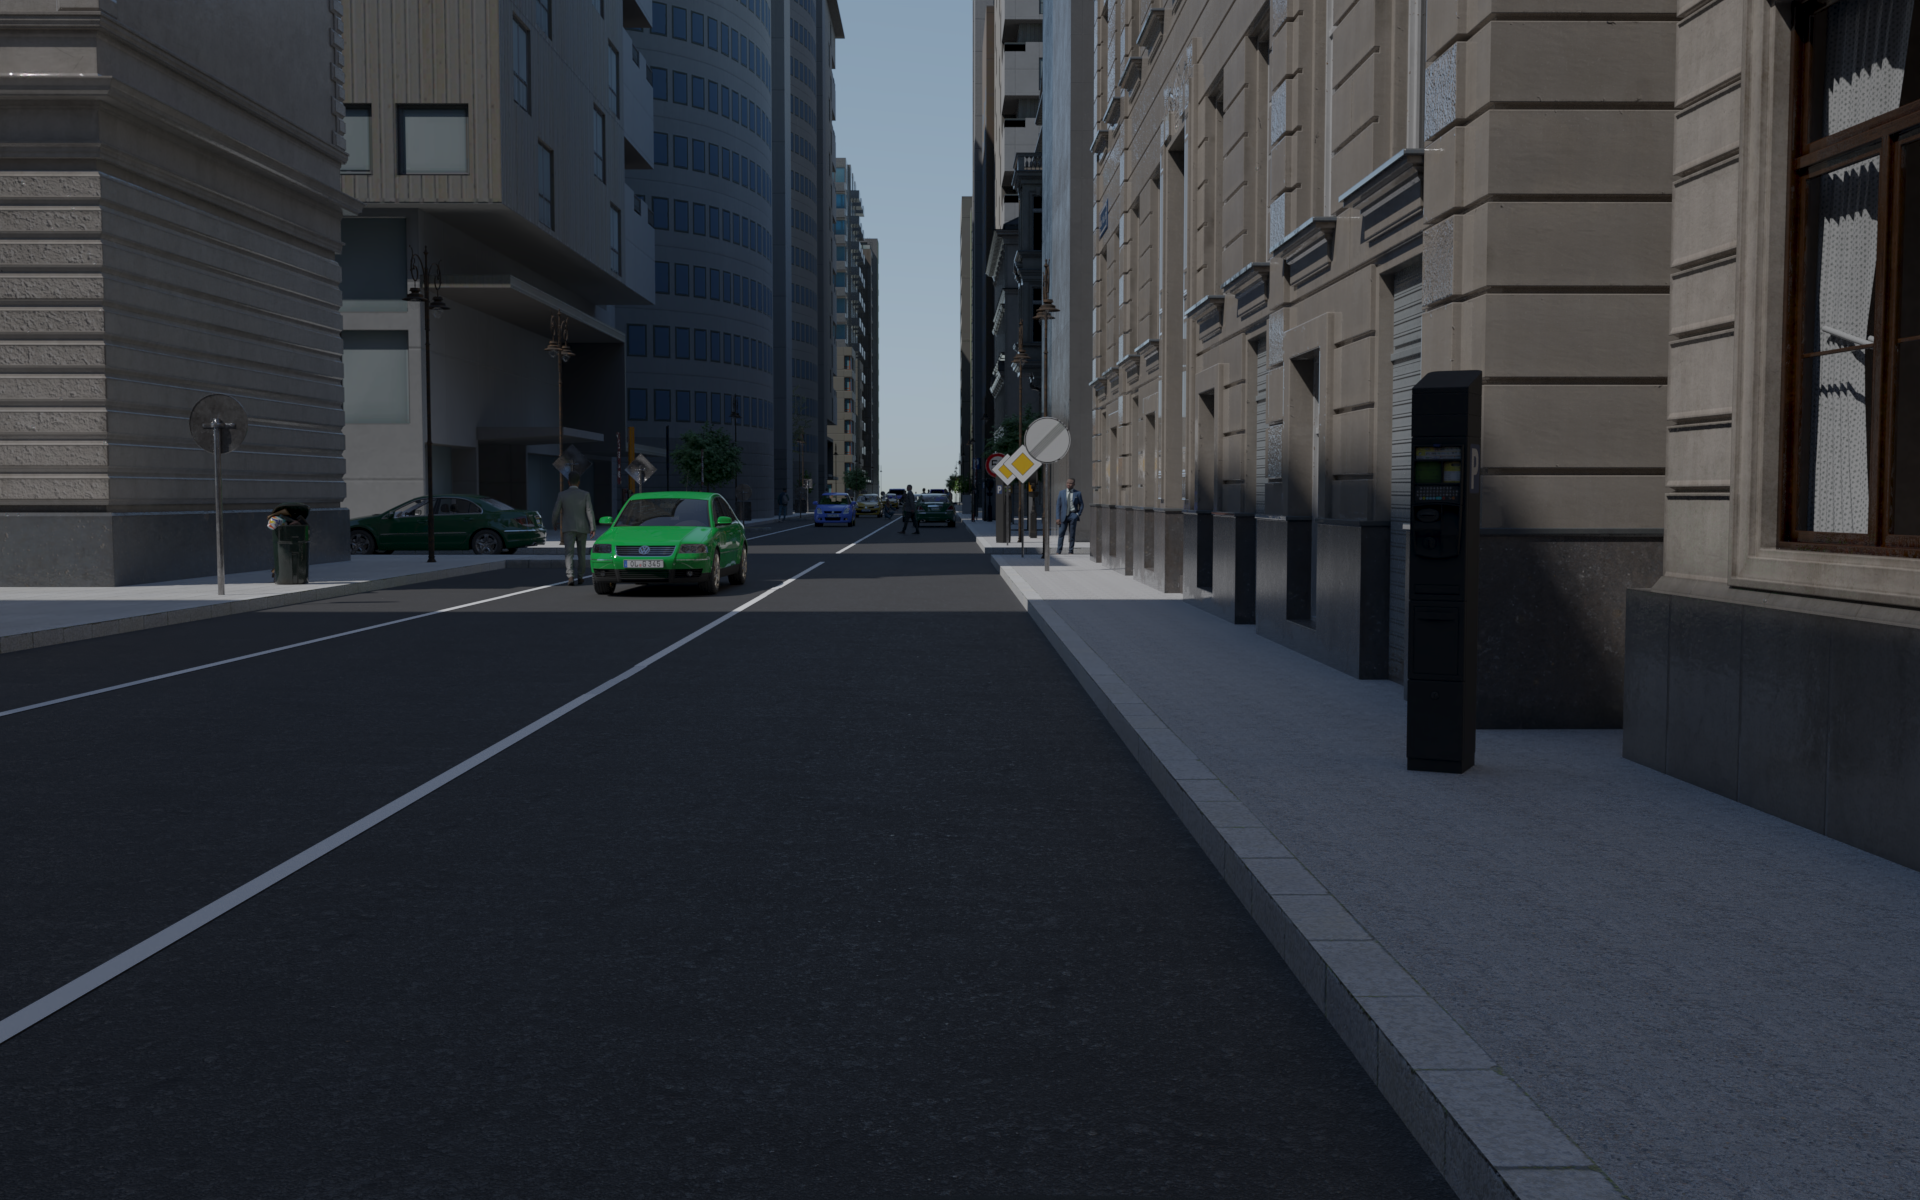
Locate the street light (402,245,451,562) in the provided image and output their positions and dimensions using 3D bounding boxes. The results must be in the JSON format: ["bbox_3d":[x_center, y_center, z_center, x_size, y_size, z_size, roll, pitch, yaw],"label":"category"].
[{"bbox_3d":[-9.929,-3.644,32.368,0.468,5.910,1.993,0,4,-1],"label":"street light"}]

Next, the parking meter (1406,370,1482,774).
[{"bbox_3d":[2.253,-0.143,8.057,0.255,1.863,0.399,2,4,27],"label":"parking meter"}]

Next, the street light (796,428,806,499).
[{"bbox_3d":[-10.867,-8.998,119.912,0.468,5.910,1.993,0,4,-1],"label":"street light"}]

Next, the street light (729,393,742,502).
[{"bbox_3d":[-10.319,-6.541,79.739,0.468,5.910,1.993,0,4,-1],"label":"street light"}]

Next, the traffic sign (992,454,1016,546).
[{"bbox_3d":[1.179,-2.409,43.036,0.795,2.450,0.064,0,4,-1],"label":"traffic sign"}]

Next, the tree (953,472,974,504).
[{"bbox_3d":[0.746,-8.900,140.120,1.663,3.219,1.824,0,3,0],"label":"tree"}]

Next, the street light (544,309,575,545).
[{"bbox_3d":[-9.989,-4.316,43.358,0.468,5.910,1.993,0,4,-1],"label":"street light"}]

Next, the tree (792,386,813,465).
[{"bbox_3d":[-11.433,-9.845,111.328,4.360,8.622,3.978,0,3,0],"label":"tree"}]

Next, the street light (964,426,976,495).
[{"bbox_3d":[0.684,-9.191,123.066,0.468,5.910,1.993,0,4,-1],"label":"street light"}]

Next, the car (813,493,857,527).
[{"bbox_3d":[-5.542,-4.116,76.891,1.945,1.707,3.694,0,4,-1],"label":"car"}]

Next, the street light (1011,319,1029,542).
[{"bbox_3d":[1.604,-4.468,45.844,0.468,5.910,1.993,0,4,-1],"label":"street light"}]

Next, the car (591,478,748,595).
[{"bbox_3d":[-4.318,-1.060,26.121,1.959,1.807,4.718,0,4,1],"label":"car"}]

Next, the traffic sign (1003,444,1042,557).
[{"bbox_3d":[1.267,-1.921,35.051,0.795,2.450,0.064,0,4,-1],"label":"traffic sign"}]

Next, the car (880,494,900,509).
[{"bbox_3d":[-6.673,-9.427,164.355,2.015,1.641,3.980,0,4,0],"label":"car"}]

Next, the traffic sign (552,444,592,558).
[{"bbox_3d":[-7.827,-1.916,34.973,0.795,2.450,0.064,0,4,-1],"label":"traffic sign"}]

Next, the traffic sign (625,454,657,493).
[{"bbox_3d":[-7.914,-2.405,42.957,0.795,2.450,0.064,0,4,-1],"label":"traffic sign"}]

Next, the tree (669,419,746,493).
[{"bbox_3d":[-11.096,-5.652,76.118,4.285,4.588,4.351,0,3,0],"label":"tree"}]

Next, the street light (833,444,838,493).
[{"bbox_3d":[-11.168,-11.203,155.963,0.468,5.910,1.993,0,4,-1],"label":"street light"}]

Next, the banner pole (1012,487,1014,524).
[{"bbox_3d":[2.025,-5.083,73.130,0.863,3.779,0.401,1,4,13],"label":"banner pole"}]

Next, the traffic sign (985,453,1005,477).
[{"bbox_3d":[1.170,-3.268,53.542,0.768,2.556,0.104,0,4,1],"label":"traffic sign"}]

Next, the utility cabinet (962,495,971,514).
[{"bbox_3d":[0.648,-6.170,112.038,1.020,1.237,0.306,0,4,1],"label":"utility cabinet"}]

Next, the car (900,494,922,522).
[{"bbox_3d":[-2.078,-4.834,90.831,2.131,1.459,4.920,0,4,0],"label":"car"}]

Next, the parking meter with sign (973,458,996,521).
[{"bbox_3d":[1.478,-5.391,84.400,1.738,3.016,0.543,-3,4,-36],"label":"parking meter with sign"}]

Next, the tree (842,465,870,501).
[{"bbox_3d":[-11.721,-12.941,195.295,4.285,4.588,4.351,0,3,0],"label":"tree"}]

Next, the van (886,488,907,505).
[{"bbox_3d":[-6.501,-10.759,180.300,2.240,2.365,5.245,0,4,1],"label":"van"}]

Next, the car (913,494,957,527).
[{"bbox_3d":[-1.153,-3.940,76.209,2.131,1.459,4.920,0,4,-3],"label":"car"}]

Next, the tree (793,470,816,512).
[{"bbox_3d":[-11.173,-8.090,126.878,1.663,3.219,1.824,0,3,0],"label":"tree"}]

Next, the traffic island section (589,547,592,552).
[{"bbox_3d":[-7.938,-1.268,43.019,2.009,0.180,2.903,0,4,-1],"label":"traffic island section"}]

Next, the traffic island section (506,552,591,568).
[{"bbox_3d":[-7.850,-0.780,35.034,2.009,0.180,2.903,0,4,-1],"label":"traffic island section"}]

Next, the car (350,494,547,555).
[{"bbox_3d":[-11.878,-1.675,39.188,4.920,1.459,2.131,0,4,-2],"label":"car"}]

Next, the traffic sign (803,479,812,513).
[{"bbox_3d":[-10.400,-7.107,118.321,0.606,2.300,0.079,1,4,8],"label":"traffic sign"}]

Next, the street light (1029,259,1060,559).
[{"bbox_3d":[1.693,-3.757,34.222,0.468,5.910,1.993,0,4,-1],"label":"street light"}]

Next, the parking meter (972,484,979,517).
[{"bbox_3d":[0.869,-5.621,97.620,0.399,1.863,0.255,0,4,4],"label":"parking meter"}]

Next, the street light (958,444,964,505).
[{"bbox_3d":[0.318,-11.371,158.707,0.468,5.910,1.993,0,4,-1],"label":"street light"}]

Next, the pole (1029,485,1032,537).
[{"bbox_3d":[2.138,-3.544,51.795,0.158,3.312,0.155,0,3,0],"label":"pole"}]

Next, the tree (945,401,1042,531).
[{"bbox_3d":[2.351,-4.734,61.113,4.285,4.588,4.351,0,3,0],"label":"tree"}]

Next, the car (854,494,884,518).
[{"bbox_3d":[-5.634,-5.852,105.910,2.015,1.641,3.980,0,4,0],"label":"car"}]

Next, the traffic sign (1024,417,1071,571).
[{"bbox_3d":[1.448,-1.749,28.704,0.768,2.556,0.104,0,4,5],"label":"traffic sign"}]

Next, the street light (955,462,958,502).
[{"bbox_3d":[-0.074,-13.551,194.347,0.468,5.910,1.993,0,4,-1],"label":"street light"}]

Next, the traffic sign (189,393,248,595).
[{"bbox_3d":[-9.386,-1.335,21.930,0.768,2.556,0.104,0,4,4],"label":"traffic sign"}]

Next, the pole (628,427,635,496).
[{"bbox_3d":[-9.983,-3.597,52.657,0.158,3.312,0.155,0,3,0],"label":"pole"}]

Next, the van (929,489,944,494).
[{"bbox_3d":[-2.775,-12.292,205.353,2.240,2.365,5.245,0,4,-2],"label":"van"}]

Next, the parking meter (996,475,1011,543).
[{"bbox_3d":[1.143,-2.428,45.414,0.255,1.863,0.399,-2,4,-35],"label":"parking meter"}]

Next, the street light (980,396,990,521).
[{"bbox_3d":[1.189,-6.657,81.623,0.468,5.910,1.993,0,4,-1],"label":"street light"}]

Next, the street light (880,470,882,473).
[{"bbox_3d":[-12.524,-18.476,274.862,0.468,5.910,1.993,0,4,-1],"label":"street light"}]
